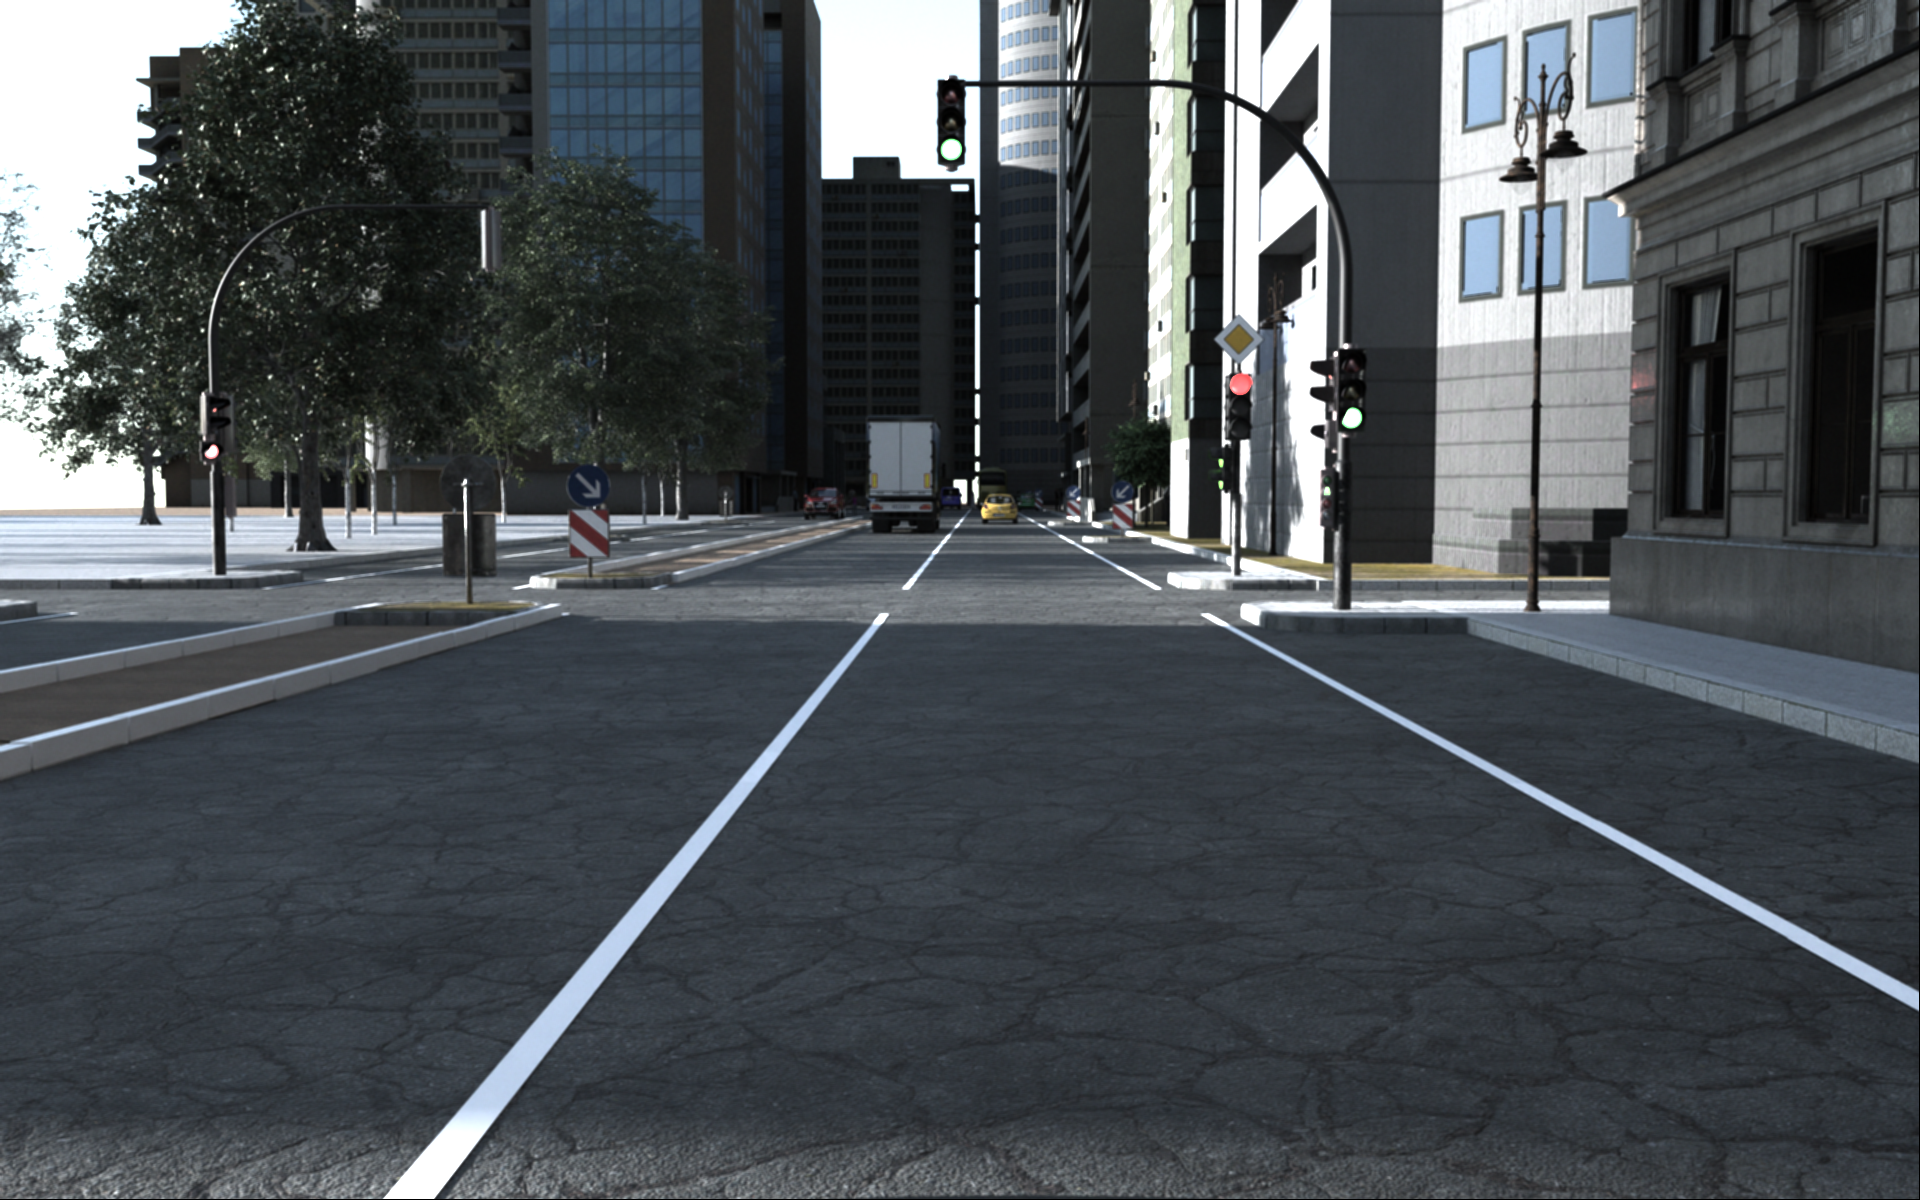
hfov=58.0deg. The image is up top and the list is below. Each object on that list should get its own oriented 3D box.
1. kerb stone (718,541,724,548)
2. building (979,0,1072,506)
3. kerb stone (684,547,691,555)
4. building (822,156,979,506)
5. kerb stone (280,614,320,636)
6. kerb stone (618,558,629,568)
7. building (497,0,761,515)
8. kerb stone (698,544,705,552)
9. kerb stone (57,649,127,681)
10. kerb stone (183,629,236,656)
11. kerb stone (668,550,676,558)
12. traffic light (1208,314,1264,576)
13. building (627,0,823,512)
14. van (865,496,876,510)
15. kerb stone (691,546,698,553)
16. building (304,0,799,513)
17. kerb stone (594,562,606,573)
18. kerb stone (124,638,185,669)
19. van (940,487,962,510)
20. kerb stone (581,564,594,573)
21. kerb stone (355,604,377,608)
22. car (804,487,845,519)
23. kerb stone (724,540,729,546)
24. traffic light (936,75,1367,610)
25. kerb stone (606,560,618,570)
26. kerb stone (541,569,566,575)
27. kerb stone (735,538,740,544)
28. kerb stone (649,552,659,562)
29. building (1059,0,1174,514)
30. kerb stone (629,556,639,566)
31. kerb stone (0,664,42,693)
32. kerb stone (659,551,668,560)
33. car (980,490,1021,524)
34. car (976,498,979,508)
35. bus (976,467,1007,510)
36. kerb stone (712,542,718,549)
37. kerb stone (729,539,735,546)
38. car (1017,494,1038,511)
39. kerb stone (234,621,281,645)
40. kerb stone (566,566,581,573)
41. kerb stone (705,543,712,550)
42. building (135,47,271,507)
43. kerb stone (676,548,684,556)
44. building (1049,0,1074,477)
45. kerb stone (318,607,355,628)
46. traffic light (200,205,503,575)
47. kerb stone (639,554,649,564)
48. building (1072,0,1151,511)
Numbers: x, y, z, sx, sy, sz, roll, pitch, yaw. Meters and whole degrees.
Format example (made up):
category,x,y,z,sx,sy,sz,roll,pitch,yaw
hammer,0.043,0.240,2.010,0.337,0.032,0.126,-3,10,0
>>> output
category,x,y,z,sx,sy,sz,roll,pitch,yaw
kerb stone,-6.462,-1.449,45.893,0.120,0.150,1.000,0,4,1
building,16.268,-39.989,195.827,28.212,58.520,21.231,0,4,1
kerb stone,-6.535,-1.129,40.770,0.120,0.150,1.000,0,4,1
building,-9.762,-31.196,201.941,23.993,40.220,32.217,0,4,1
kerb stone,-6.838,0.271,17.758,0.120,0.150,1.000,0,4,1
kerb stone,-6.628,-0.691,33.583,0.120,0.150,1.000,0,4,1
building,-20.130,-28.101,109.558,14.600,45.320,14.200,0,4,1
kerb stone,-6.504,-1.258,42.820,0.120,0.150,1.000,0,4,1
kerb stone,-6.893,0.523,13.646,0.120,0.150,1.000,0,4,1
kerb stone,-6.865,0.401,15.701,0.120,0.150,1.000,0,4,1
kerb stone,-6.562,-1.006,38.725,0.120,0.150,1.000,0,4,1
traffic light,4.328,-2.339,27.158,0.839,4.253,0.868,0,4,1
building,-19.352,-30.482,148.485,14.600,45.320,14.200,0,4,1
van,-7.435,-8.983,153.890,2.013,2.044,4.112,0,4,0
kerb stone,-6.517,-1.191,41.792,0.120,0.150,1.000,0,4,1
building,-28.901,-26.729,128.893,32.217,40.220,23.993,0,4,1
kerb stone,-6.655,-0.571,31.538,0.120,0.150,1.000,0,4,1
kerb stone,-6.883,0.461,14.674,0.120,0.150,1.000,0,4,1
van,-0.882,-9.506,159.803,2.240,2.365,5.245,0,4,-1
kerb stone,-6.675,-0.509,30.516,0.120,0.150,1.000,0,4,1
kerb stone,-6.805,0.147,19.802,0.120,0.150,1.000,0,4,1
car,-7.790,-5.587,100.028,2.281,1.827,5.304,0,4,1
kerb stone,-6.456,-1.511,46.916,0.120,0.150,1.000,0,4,1
traffic light,2.129,-2.715,19.060,4.771,5.953,1.251,0,4,1
kerb stone,-6.651,-0.634,32.560,0.120,0.150,1.000,0,4,1
kerb stone,-6.699,-0.378,28.463,0.120,0.150,1.000,0,4,1
kerb stone,-6.425,-1.637,48.961,0.120,0.150,1.000,0,4,1
kerb stone,-6.589,-0.882,36.667,0.120,0.150,1.000,0,4,1
building,24.400,-27.271,137.755,32.217,40.220,23.993,0,4,1
kerb stone,-6.616,-0.759,34.610,0.120,0.150,1.000,0,4,1
kerb stone,-6.911,0.585,12.624,0.120,0.150,1.000,0,4,1
kerb stone,-6.573,-0.948,37.693,0.120,0.150,1.000,0,4,1
car,1.947,-4.510,83.957,2.015,1.641,3.980,0,4,3
car,2.611,-10.295,178.106,2.009,1.686,4.222,0,4,2
bus,2.945,-10.215,158.567,2.896,3.916,12.252,0,4,1
kerb stone,-6.478,-1.383,44.871,0.120,0.150,1.000,0,4,1
kerb stone,-6.434,-1.574,47.938,0.120,0.150,1.000,0,4,1
car,5.734,-8.336,145.091,1.959,1.807,4.718,0,4,1
kerb stone,-6.851,0.334,16.730,0.120,0.150,1.000,0,4,1
kerb stone,-6.679,-0.445,29.485,0.120,0.150,1.000,0,4,1
kerb stone,-6.491,-1.324,43.849,0.120,0.150,1.000,0,4,1
building,-70.755,-31.897,171.624,14.200,45.320,14.600,0,4,1
kerb stone,-6.541,-1.070,39.748,0.120,0.150,1.000,0,4,1
building,23.151,-35.098,163.087,28.713,52.752,27.495,0,4,1
kerb stone,-6.830,0.209,18.780,0.120,0.150,1.000,0,4,1
traffic light,-9.639,-3.223,27.363,4.771,5.953,1.251,0,4,1
kerb stone,-6.606,-0.822,35.642,0.120,0.150,1.000,0,4,1
building,18.631,-29.984,113.943,21.300,48.544,21.600,0,4,1
